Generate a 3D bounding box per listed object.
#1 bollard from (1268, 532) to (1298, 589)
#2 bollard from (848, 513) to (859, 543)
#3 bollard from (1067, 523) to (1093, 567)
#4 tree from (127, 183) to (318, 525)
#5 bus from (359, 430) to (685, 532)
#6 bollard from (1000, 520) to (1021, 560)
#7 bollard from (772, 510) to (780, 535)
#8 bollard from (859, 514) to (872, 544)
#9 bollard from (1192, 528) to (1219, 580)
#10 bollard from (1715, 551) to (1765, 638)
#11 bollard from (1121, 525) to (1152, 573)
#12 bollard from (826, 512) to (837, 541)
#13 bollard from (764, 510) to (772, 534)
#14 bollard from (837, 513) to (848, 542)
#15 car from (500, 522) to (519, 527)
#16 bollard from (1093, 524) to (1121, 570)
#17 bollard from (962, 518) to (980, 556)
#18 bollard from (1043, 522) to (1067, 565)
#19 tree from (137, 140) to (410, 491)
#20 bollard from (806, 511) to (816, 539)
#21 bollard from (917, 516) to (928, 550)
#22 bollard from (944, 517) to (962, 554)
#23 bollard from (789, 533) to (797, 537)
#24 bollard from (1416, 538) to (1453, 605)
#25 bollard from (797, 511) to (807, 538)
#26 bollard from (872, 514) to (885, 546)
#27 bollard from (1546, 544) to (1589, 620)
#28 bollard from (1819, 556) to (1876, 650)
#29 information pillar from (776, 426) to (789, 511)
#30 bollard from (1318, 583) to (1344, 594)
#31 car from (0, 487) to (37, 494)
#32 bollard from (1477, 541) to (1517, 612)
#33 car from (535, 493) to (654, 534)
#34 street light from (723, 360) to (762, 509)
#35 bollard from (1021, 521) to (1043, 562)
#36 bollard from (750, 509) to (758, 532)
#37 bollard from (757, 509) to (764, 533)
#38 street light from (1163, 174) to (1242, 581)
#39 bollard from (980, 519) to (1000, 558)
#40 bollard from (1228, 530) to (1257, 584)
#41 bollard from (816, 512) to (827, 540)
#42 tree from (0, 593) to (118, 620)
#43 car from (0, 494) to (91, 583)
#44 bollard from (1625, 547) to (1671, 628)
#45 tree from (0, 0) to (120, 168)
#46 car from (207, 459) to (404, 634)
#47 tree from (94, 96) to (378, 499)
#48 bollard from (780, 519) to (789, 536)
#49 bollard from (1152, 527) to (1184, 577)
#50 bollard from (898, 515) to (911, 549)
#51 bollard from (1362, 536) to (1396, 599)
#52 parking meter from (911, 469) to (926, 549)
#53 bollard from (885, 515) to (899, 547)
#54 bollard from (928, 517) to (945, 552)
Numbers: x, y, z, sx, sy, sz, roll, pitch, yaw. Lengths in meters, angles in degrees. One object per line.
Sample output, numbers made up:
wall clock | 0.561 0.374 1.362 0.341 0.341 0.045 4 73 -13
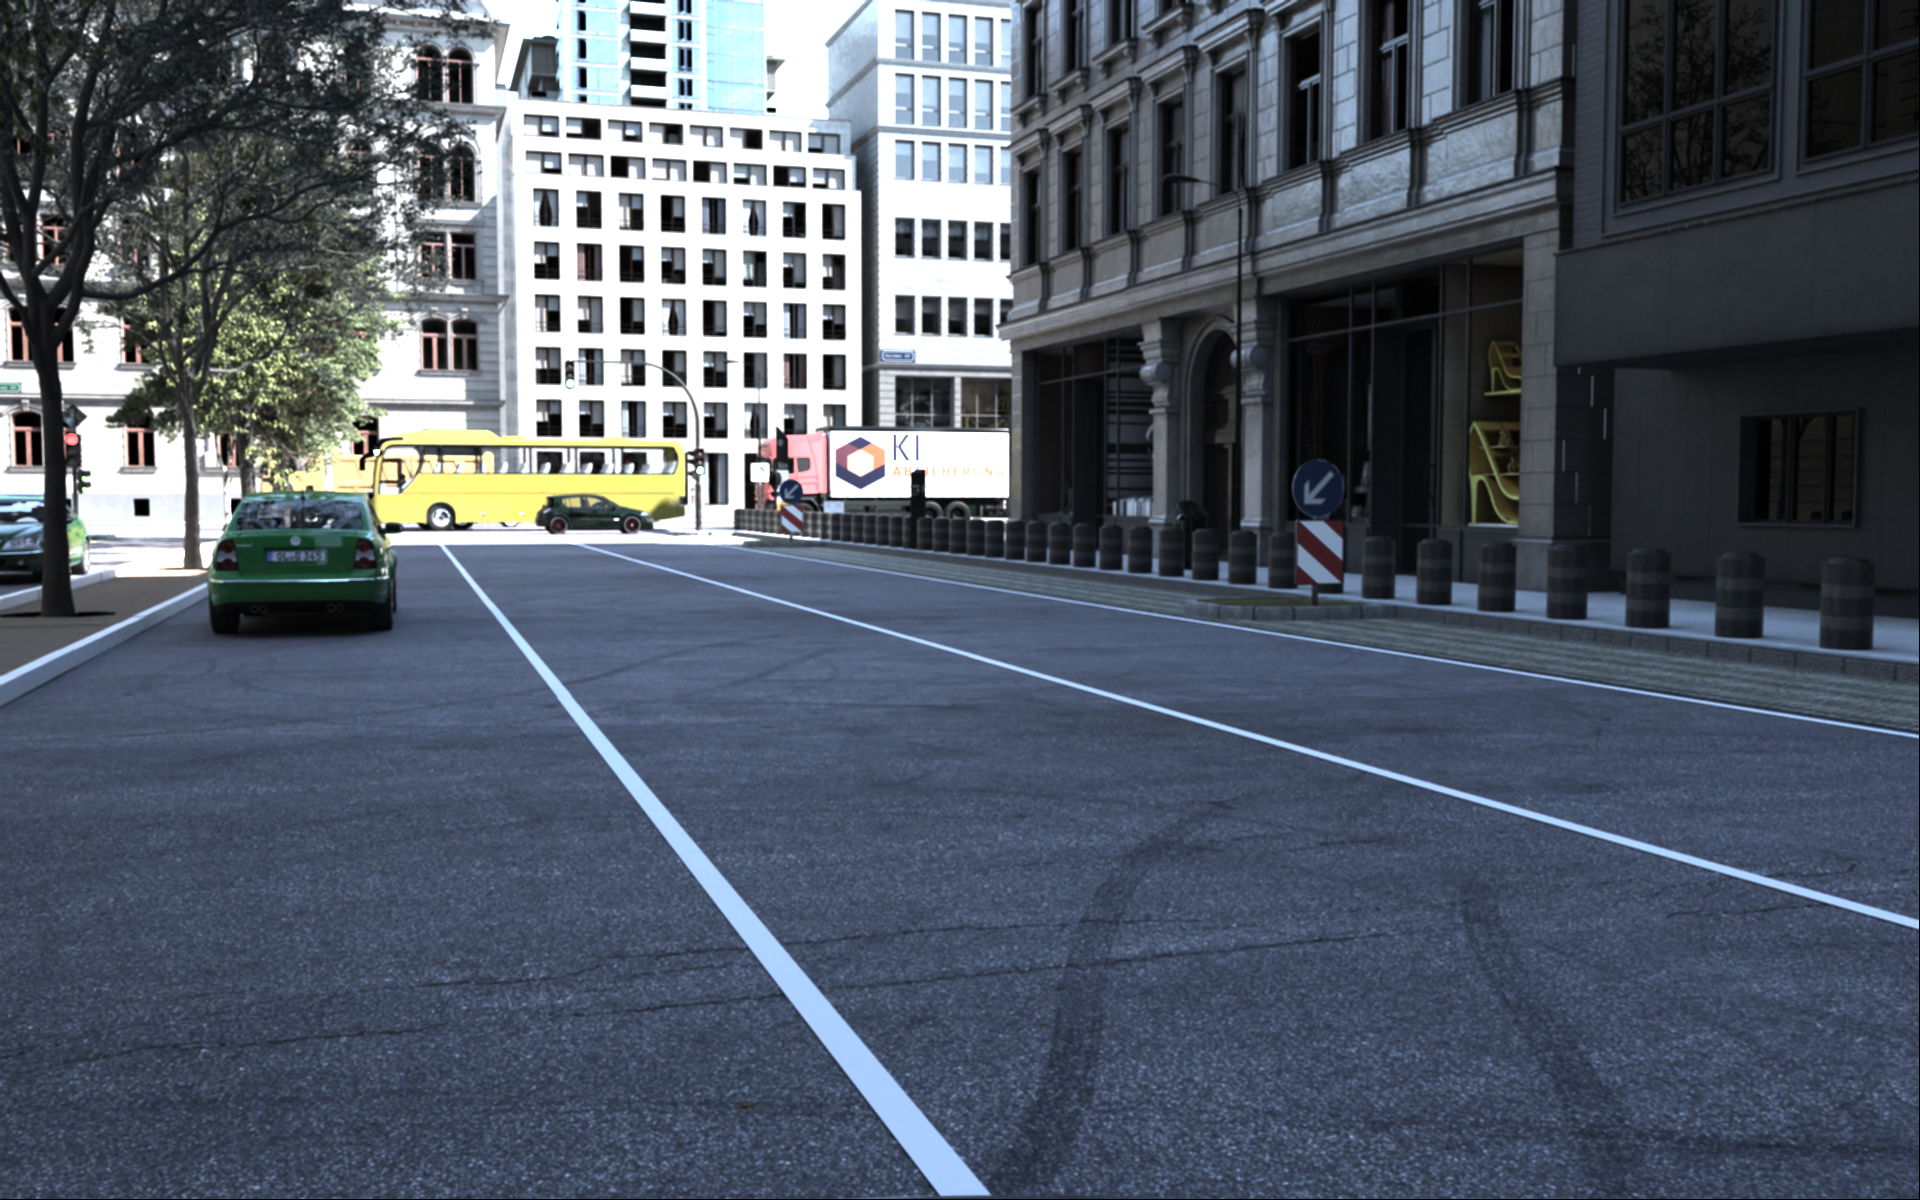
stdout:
bollard | 4.404 -0.543 23.593 0.404 0.777 0.398 0 3 0
bollard | -2.628 -1.875 45.375 0.404 0.777 0.398 0 3 0
bollard | 2.191 -0.963 30.462 0.404 0.777 0.398 0 3 0
tree | -17.066 -5.345 40.204 4.737 8.622 4.395 0 3 0
bus | -17.117 -4.682 68.101 12.252 3.916 2.896 -1 4 -19
bollard | 1.079 -1.174 33.913 0.404 0.777 0.398 0 3 0
bollard | -5.598 -2.438 54.585 0.404 0.777 0.398 0 3 0
bollard | -2.258 -1.805 44.232 0.404 0.777 0.398 0 3 0
bollard | 3.669 -0.683 25.881 0.404 0.777 0.398 0 3 0
bollard | 7.003 -0.051 15.556 0.404 0.777 0.398 0 3 0
bollard | 2.929 -0.823 28.174 0.404 0.777 0.398 0 3 0
bollard | -3.370 -2.016 47.681 0.404 0.777 0.398 0 3 0
bollard | -5.971 -2.508 55.727 0.404 0.777 0.398 0 3 0
bollard | -3.002 -1.946 46.530 0.404 0.777 0.398 0 3 0
car | -21.346 -4.084 75.439 5.304 1.827 2.281 -1 4 -19
bollard | 2.556 -0.893 29.316 0.404 0.777 0.398 0 3 0
bollard | 0.338 -1.314 36.200 0.404 0.777 0.398 0 3 0
bollard | 1.819 -1.033 31.610 0.404 0.777 0.398 0 3 0
tree | -20.751 -8.074 52.597 7.486 12.596 7.792 0 3 0
bollard | -4.117 -2.156 49.975 0.404 0.777 0.398 0 3 0
bollard | -0.775 -1.524 39.635 0.404 0.777 0.398 0 3 0
bollard | -0.032 -1.384 37.343 0.404 0.777 0.398 0 3 0
bollard | -4.862 -2.298 52.296 0.404 0.777 0.398 0 3 0
bollard | 5.521 -0.333 20.155 0.404 0.777 0.398 0 3 0
bollard | -4.490 -2.227 51.132 0.404 0.777 0.398 0 3 0
bollard | -1.888 -1.735 43.080 0.404 0.777 0.398 0 3 0
bollard | 6.262 -0.192 17.856 0.404 0.777 0.398 0 3 0
bollard | 7.375 0.020 14.398 0.404 0.777 0.398 0 3 0
information pillar | -6.173 -4.205 60.103 0.504 3.616 0.183 -3 5 -42
bollard | 4.773 -0.473 22.449 0.404 0.777 0.398 0 3 0
car | -37.616 -3.567 67.904 3.694 1.707 1.945 -1 4 -16
bollard | 5.892 -0.262 19.004 0.404 0.777 0.398 0 3 0
car | -13.218 -3.234 62.659 4.222 1.686 2.009 -1 4 -19
street light | -7.495 -5.357 60.131 1.470 5.913 1.316 -1 4 -18
bollard | 1.449 -1.103 32.753 0.404 0.777 0.398 0 3 0
bollard | -6.711 -2.649 58.024 0.404 0.777 0.398 0 3 0
bollard | -6.341 -2.578 56.872 0.404 0.777 0.398 0 3 0
street light | 3.601 -3.236 25.445 1.470 5.913 1.316 -1 4 -18
bollard | 0.706 -1.244 35.056 0.404 0.777 0.398 0 3 0
bollard | 4.036 -0.613 24.737 0.404 0.777 0.398 0 3 0
bollard | -3.743 -2.086 48.823 0.404 0.777 0.398 0 3 0
tree | -10.448 -6.535 19.669 12.009 13.543 11.850 0 3 0
car | -15.994 -1.064 29.199 2.131 1.459 4.920 -1 4 -16
bollard | 6.636 -0.121 16.700 0.404 0.777 0.398 0 3 0
tree | -7.097 -3.528 10.500 4.360 8.622 3.978 0 3 0
car | -7.242 -0.644 19.327 1.959 1.807 4.718 -1 4 -17
tree | -18.911 -7.408 45.634 6.751 12.117 7.091 0 3 0
bollard | -5.233 -2.368 53.439 0.404 0.777 0.398 0 3 0
bollard | 3.298 -0.753 27.028 0.404 0.777 0.398 0 3 0
bollard | -1.143 -1.594 40.781 0.404 0.777 0.398 0 3 0
bollard | 5.149 -0.402 21.297 0.404 0.777 0.398 0 3 0
parking meter | -0.971 -2.114 40.274 0.255 1.863 0.399 1 4 20
bollard | -1.515 -1.664 41.927 0.404 0.777 0.398 0 3 0
bollard | -0.405 -1.454 38.486 0.404 0.777 0.398 0 3 0
